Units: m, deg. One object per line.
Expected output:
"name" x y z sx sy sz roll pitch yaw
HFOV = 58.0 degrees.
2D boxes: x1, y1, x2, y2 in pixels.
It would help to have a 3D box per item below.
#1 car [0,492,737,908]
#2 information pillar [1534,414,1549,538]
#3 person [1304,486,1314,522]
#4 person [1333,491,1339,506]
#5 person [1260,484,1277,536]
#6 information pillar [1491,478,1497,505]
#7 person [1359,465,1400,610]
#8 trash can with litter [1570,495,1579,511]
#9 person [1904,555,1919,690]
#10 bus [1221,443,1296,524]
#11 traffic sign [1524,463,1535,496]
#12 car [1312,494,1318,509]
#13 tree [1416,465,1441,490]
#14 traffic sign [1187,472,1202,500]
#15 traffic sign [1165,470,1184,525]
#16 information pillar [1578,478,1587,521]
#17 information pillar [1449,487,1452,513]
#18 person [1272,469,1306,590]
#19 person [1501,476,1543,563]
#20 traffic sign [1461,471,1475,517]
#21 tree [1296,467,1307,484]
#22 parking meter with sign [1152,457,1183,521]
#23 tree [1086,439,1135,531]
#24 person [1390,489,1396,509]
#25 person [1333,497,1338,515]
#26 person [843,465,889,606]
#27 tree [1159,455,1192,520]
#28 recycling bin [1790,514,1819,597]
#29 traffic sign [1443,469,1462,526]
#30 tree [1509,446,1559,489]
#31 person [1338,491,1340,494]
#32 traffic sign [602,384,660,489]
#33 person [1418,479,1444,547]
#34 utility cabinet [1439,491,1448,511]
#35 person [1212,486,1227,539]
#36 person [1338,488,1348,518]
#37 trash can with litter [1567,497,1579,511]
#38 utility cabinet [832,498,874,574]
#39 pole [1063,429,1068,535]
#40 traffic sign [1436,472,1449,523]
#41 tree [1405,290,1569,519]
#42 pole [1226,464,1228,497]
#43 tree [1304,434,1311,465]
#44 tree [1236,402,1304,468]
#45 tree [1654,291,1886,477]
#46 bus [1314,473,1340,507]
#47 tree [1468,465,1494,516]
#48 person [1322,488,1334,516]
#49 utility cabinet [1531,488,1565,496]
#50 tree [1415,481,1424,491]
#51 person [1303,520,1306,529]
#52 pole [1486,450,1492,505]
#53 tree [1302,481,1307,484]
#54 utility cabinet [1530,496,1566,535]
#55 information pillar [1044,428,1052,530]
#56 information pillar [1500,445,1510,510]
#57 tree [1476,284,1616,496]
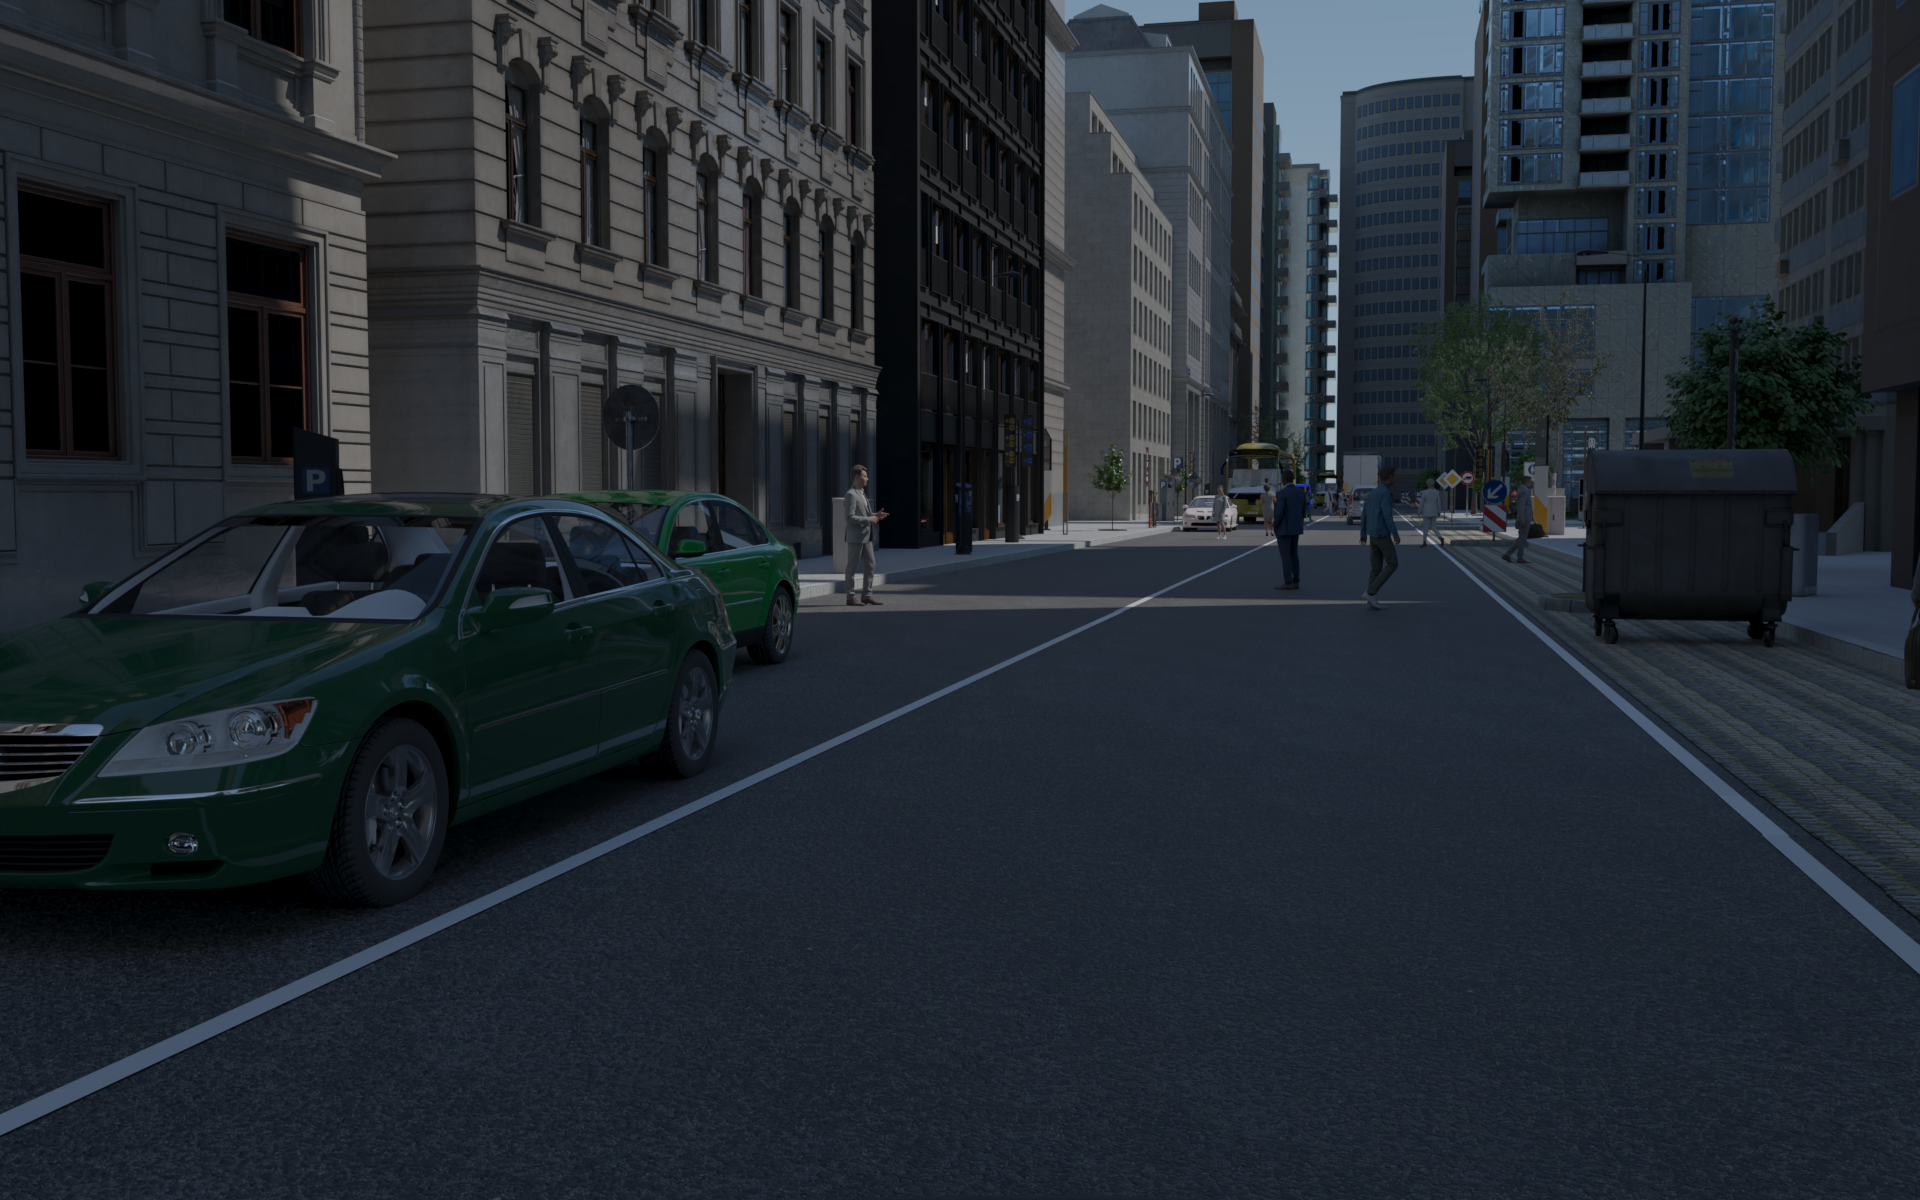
"car" -2.506 0.253 7.656 2.131 1.459 4.920 1 4 13
"information pillar" 17.201 -3.661 51.218 0.183 3.616 0.504 -2 4 -24
"person" 17.585 -4.854 87.842 0.713 1.824 0.794 -1 4 -21
"person" 37.620 -10.011 172.900 1.217 1.735 0.721 -2 4 -28
"person" 10.568 -3.066 58.988 0.716 1.782 0.532 0 4 3
"information pillar" 24.618 -4.623 80.081 0.304 2.012 0.304 -1 4 -10
"person" 5.166 -0.767 21.391 0.444 1.785 0.601 0 4 -7
"trash can with litter" 30.713 -4.684 87.636 2.233 1.210 1.678 1 4 20
"person" 4.884 0.027 8.185 0.709 1.813 0.853 1 4 20
"bus" 15.187 -5.837 86.990 2.896 3.916 12.252 1 4 15
"traffic sign" 18.236 -3.239 55.085 0.606 2.300 0.079 1 4 18
"car" 34.276 -9.808 170.582 2.015 1.641 3.980 1 4 13
"tree" 53.406 -13.005 196.347 4.285 4.588 4.351 0 3 0
"traffic sign" 10.847 -4.688 80.293 0.795 2.450 0.064 1 4 13
"traffic sign" 8.982 -4.213 72.528 0.795 2.450 0.064 1 4 13
"information pillar" 29.186 -4.692 81.202 0.304 2.012 0.304 2 4 27
"information pillar" 34.075 -7.056 119.856 0.304 2.012 0.304 0 4 2
"person" 4.946 -1.058 25.973 0.721 1.800 0.419 -3 5 -43
"person" 11.619 -1.654 35.669 0.853 1.813 0.709 0 4 8
"traffic sign" 28.237 -5.889 96.398 0.768 2.556 0.104 1 4 17
"tree" 34.666 -12.093 181.434 4.285 4.588 4.351 0 3 0
"parking meter with sign" 9.756 -5.226 81.710 1.738 3.016 0.543 -3 5 -45
"tree" 5.452 -4.043 60.710 1.663 3.219 1.824 0 3 0
"person" 31.875 -7.324 128.234 0.794 1.824 0.713 -2 4 -24
"person" 25.818 -6.484 119.190 0.332 1.250 0.352 -1 4 -14
"person" -1.219 -0.825 22.194 0.583 1.804 0.606 1 4 10
"tree" 10.721 -5.609 86.308 1.663 3.219 1.824 0 3 0
"recycling bin" 10.434 -0.578 22.012 0.722 1.027 0.722 3 5 40
"traffic sign" 19.863 -4.053 69.903 0.795 2.450 0.064 1 4 13
"tree" 38.644 -8.144 116.867 4.285 4.588 4.351 0 3 0
"person" 38.260 -10.101 174.469 0.721 1.723 1.217 0 4 -6
"traffic sign" -3.834 -1.225 20.129 0.768 2.556 0.104 1 4 21
"person" 12.604 -2.318 46.285 0.514 1.842 0.818 -2 4 -29
"utility cabinet" 36.021 -7.361 129.032 0.318 1.500 1.173 0 4 -2
"person" 8.257 -2.780 54.955 0.512 1.701 0.522 2 4 31
"person" 22.844 -5.793 103.312 0.616 1.811 0.778 1 4 17
"trash can with litter" 36.037 -5.528 101.772 1.055 1.170 0.624 0 4 7
"utility cabinet" -1.727 -1.044 28.235 0.306 1.237 1.020 1 4 21
"pole" 3.321 -3.710 54.504 0.158 3.312 0.155 0 3 0
"traffic sign" 21.728 -4.528 77.668 0.795 2.450 0.064 1 4 13
"tree" 27.217 -10.020 89.590 9.928 11.665 9.643 0 3 0
"pole" 18.396 -7.673 119.302 0.158 3.312 0.155 0 3 0
"tree" 37.235 -14.889 193.799 4.737 8.622 4.395 0 3 0
"tree" 23.801 -11.327 135.552 4.737 8.622 4.395 0 3 0
"tree" 13.085 -2.718 28.154 4.285 4.588 4.351 0 3 0
"bus" 42.855 -12.873 202.020 2.896 3.916 12.252 1 4 13
"tree" 30.468 -6.524 101.262 1.663 3.219 1.824 0 3 0
"person" 24.161 -6.441 113.695 0.514 1.842 0.818 -3 5 -43
"utility cabinet" 22.327 -3.494 65.811 1.173 1.500 0.318 0 4 -1
"tree" 56.266 -13.318 212.351 1.663 3.219 1.824 0 3 0
"person" 13.787 -3.676 70.405 0.589 1.601 0.330 0 4 -5
"pole" 24.367 -5.254 79.743 0.158 3.312 0.155 0 3 0
"tree" 43.724 -13.883 221.581 1.663 3.219 1.824 0 3 0
"utility cabinet" 18.385 -2.632 54.195 1.020 1.237 0.306 2 4 24
"information pillar" 3.090 -4.268 61.139 0.183 3.616 0.504 -2 4 -24
"information pillar" 26.079 -5.600 82.907 0.504 3.616 0.183 -2 4 -28
"tree" 20.601 -6.744 60.632 4.360 8.622 3.978 0 3 0
